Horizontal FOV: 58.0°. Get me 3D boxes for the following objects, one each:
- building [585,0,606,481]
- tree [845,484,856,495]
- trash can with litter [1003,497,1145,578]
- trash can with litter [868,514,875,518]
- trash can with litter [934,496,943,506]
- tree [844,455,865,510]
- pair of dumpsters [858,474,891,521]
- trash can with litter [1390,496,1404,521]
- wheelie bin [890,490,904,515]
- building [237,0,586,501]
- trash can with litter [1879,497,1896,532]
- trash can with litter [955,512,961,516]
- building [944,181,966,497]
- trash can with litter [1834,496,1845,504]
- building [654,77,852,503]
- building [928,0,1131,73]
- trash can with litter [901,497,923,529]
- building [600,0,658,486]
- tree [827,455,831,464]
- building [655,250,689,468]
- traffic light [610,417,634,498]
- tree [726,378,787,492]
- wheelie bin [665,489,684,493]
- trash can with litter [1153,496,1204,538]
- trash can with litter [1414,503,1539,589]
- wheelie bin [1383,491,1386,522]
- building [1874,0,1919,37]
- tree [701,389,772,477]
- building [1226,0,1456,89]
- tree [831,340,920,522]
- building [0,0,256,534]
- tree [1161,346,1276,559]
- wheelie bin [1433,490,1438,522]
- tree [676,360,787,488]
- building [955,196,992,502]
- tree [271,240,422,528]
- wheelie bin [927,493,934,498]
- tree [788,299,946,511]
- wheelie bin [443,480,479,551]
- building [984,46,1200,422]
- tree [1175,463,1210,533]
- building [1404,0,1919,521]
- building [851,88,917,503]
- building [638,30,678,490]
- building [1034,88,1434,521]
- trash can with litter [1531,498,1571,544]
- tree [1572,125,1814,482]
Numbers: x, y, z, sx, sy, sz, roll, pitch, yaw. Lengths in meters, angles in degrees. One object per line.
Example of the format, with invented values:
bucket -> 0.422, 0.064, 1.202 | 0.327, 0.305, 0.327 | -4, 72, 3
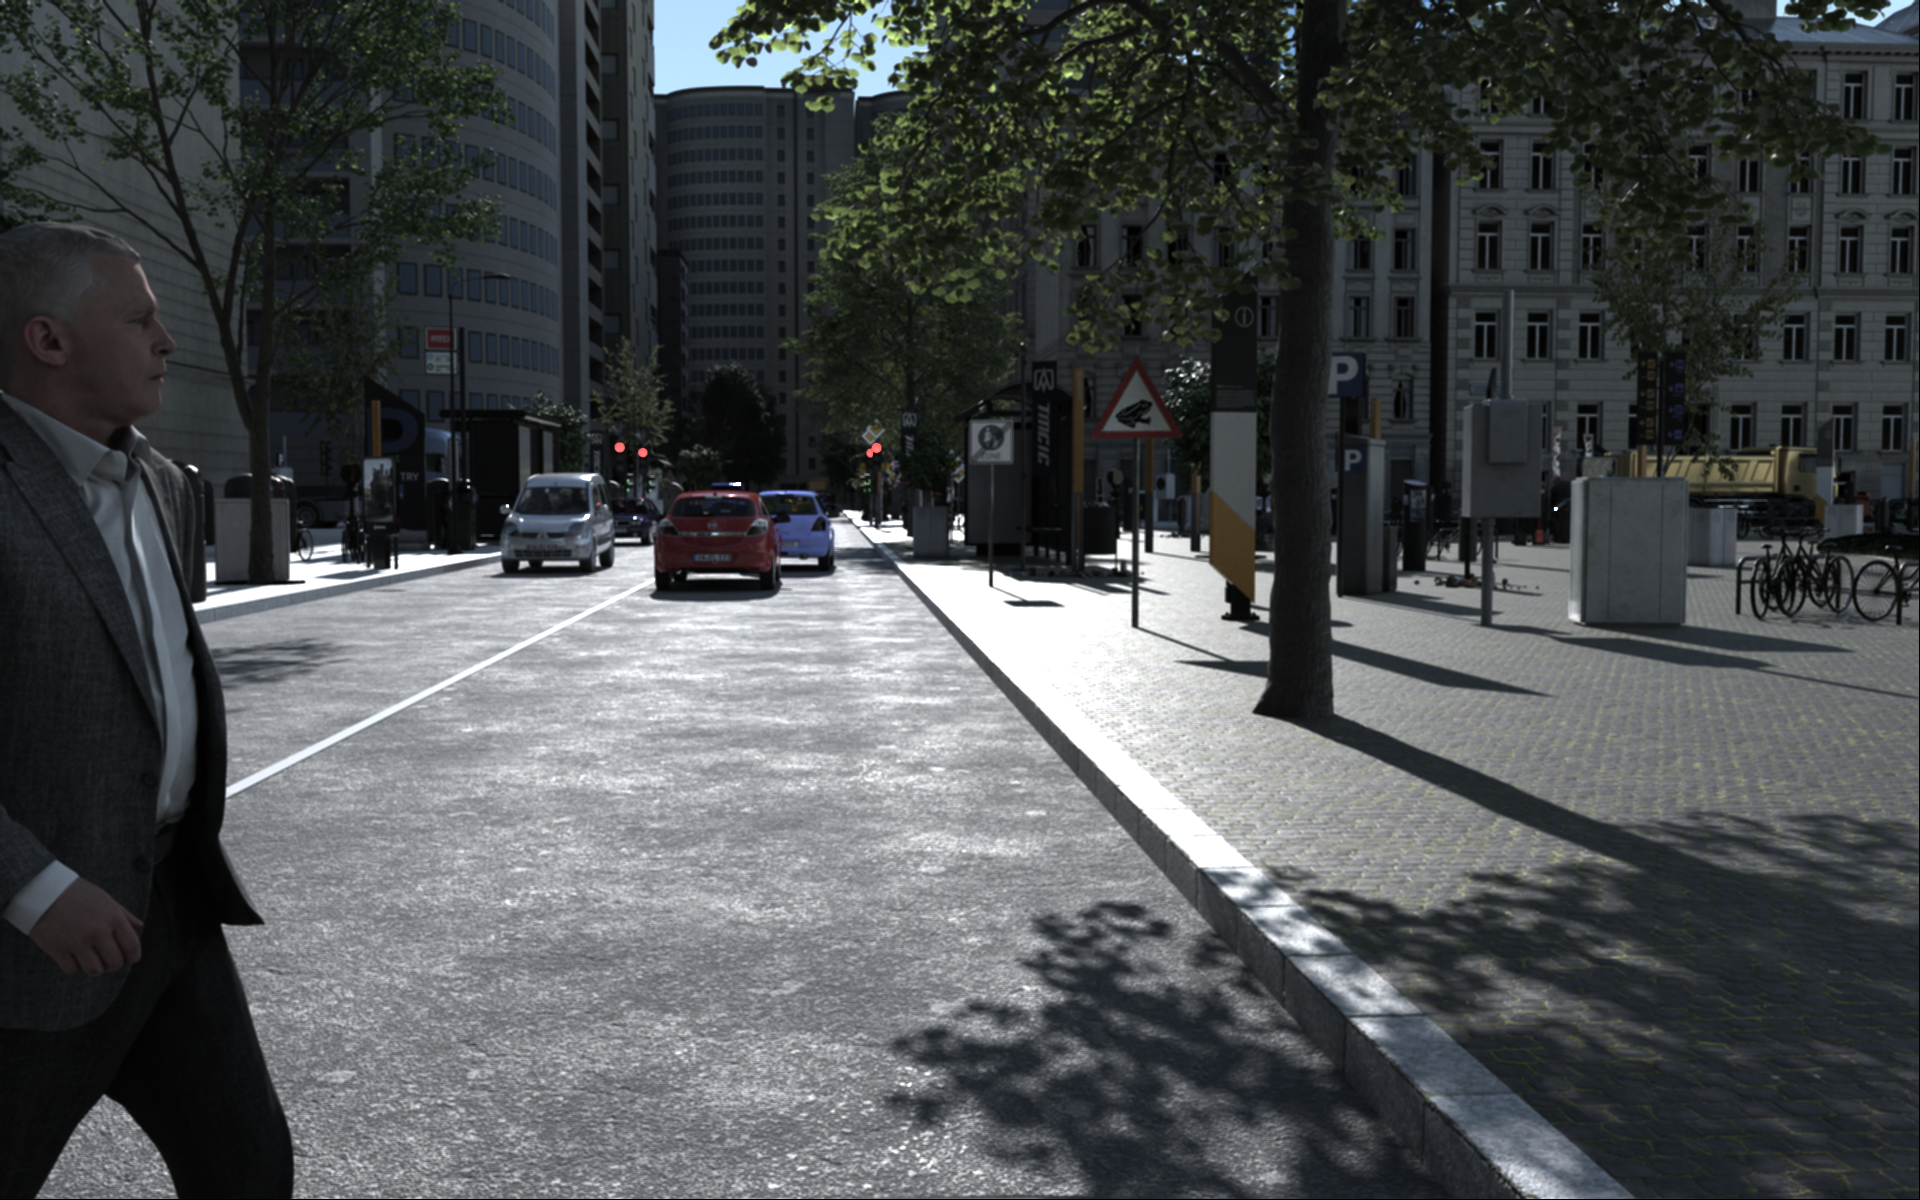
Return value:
building -> -39.056, -30.995, 130.478 | 21.300, 48.544, 21.600 | 0, 4, -4
tree -> -13.554, -13.416, 213.948 | 1.663, 3.219, 1.824 | 0, 3, 0
trash can with litter -> 1.803, -0.986, 27.173 | 2.233, 1.210, 1.678 | 0, 4, 3
trash can with litter -> -4.780, -5.022, 93.494 | 0.624, 1.170, 1.055 | -1, 4, -19
trash can with litter -> -0.978, -5.000, 93.137 | 0.624, 1.170, 1.055 | -1, 4, -23
tree -> -7.877, -9.621, 141.023 | 4.285, 4.588, 4.351 | 0, 3, 0
pair of dumpsters -> -4.185, -5.048, 85.034 | 1.574, 2.255, 4.437 | 0, 4, -4
trash can with litter -> 20.592, -4.233, 80.602 | 1.055, 1.170, 0.624 | 0, 4, 5
wheelie bin -> -3.817, -5.879, 104.036 | 0.980, 1.594, 0.693 | 3, 5, 42
building -> -32.496, -33.643, 92.067 | 21.231, 58.520, 28.212 | 0, 4, -4
trash can with litter -> 26.941, -2.395, 50.215 | 1.678, 1.210, 2.233 | 2, 4, 33
trash can with litter -> -1.003, -5.540, 101.635 | 2.233, 1.210, 1.678 | 0, 4, 2
building -> 5.440, -23.542, 156.615 | 14.160, 30.474, 14.107 | 0, 4, -4
trash can with litter -> 64.221, -6.925, 124.284 | 2.233, 1.210, 1.678 | -1, 4, -17
building -> -29.220, -43.143, 247.391 | 28.212, 58.520, 21.231 | 0, 4, -4
building -> 7.179, -38.874, 177.595 | 21.231, 58.520, 28.212 | 0, 4, -4
trash can with litter -> -1.614, -3.159, 63.044 | 1.055, 1.170, 0.624 | 0, 4, -1
building -> -42.217, -34.767, 157.682 | 28.713, 52.752, 27.495 | 0, 4, -4
tree -> -12.802, -15.052, 196.455 | 4.360, 8.622, 3.978 | 0, 3, 0
building -> -39.372, -26.518, 205.270 | 14.107, 30.474, 14.160 | 0, 4, -4
traffic light -> -12.396, -4.556, 63.417 | 0.839, 4.253, 0.868 | 0, 4, -4
tree -> -23.635, -17.428, 191.600 | 9.857, 13.997, 8.962 | 0, 3, 0
wheelie bin -> -15.000, -4.986, 89.427 | 0.980, 1.594, 0.693 | -3, 5, -43
trash can with litter -> 6.429, -2.477, 51.562 | 1.678, 1.210, 2.233 | 1, 4, 17
trash can with litter -> 7.295, -0.821, 24.480 | 1.678, 1.210, 2.233 | 1, 4, 17
wheelie bin -> 17.743, -4.042, 73.988 | 0.693, 1.594, 0.980 | -3, 5, -42
building -> 57.135, -18.609, 90.169 | 20.117, 28.700, 13.634 | 0, 4, -4
tree -> -22.005, -14.777, 167.357 | 9.928, 11.665, 9.643 | 0, 3, 0
building -> 45.580, -54.670, 206.518 | 31.000, 86.520, 22.319 | 0, 4, -4
tree -> -3.665, -7.929, 80.003 | 4.360, 8.622, 3.978 | 0, 3, 0
building -> -42.772, -16.330, 43.414 | 44.131, 29.872, 17.030 | 0, 4, -4
tree -> 5.550, -3.130, 34.897 | 4.285, 4.588, 4.351 | 0, 3, 0
wheelie bin -> 20.335, -4.120, 75.263 | 0.693, 1.594, 0.980 | -2, 4, -26
tree -> -19.609, -14.117, 147.821 | 9.611, 12.733, 9.660 | 0, 3, 0
building -> 6.196, -20.698, 135.670 | 12.463, 27.353, 25.104 | 0, 4, -4
tree -> -17.353, -6.022, 48.829 | 4.737, 8.622, 4.395 | 0, 3, 0
wheelie bin -> -2.164, -7.463, 129.925 | 0.693, 1.594, 0.980 | 1, 4, 20
tree -> -5.344, -11.891, 104.795 | 12.009, 13.543, 11.850 | 0, 3, 0
wheelie bin -> -11.326, -1.925, 39.378 | 0.693, 1.594, 0.980 | 0, 4, -4
building -> 9.187, -19.804, 111.185 | 14.401, 28.519, 23.554 | 0, 4, -4
tree -> 7.903, -3.859, 57.701 | 1.663, 3.219, 1.824 | 0, 3, 0
building -> 34.634, -17.777, 87.910 | 25.104, 27.353, 12.463 | 0, 4, -4
building -> -0.842, -43.231, 248.823 | 28.212, 58.520, 21.231 | 0, 4, -4
building -> -40.536, -45.460, 181.528 | 20.563, 71.187, 20.611 | 0, 4, -4
building -> 13.009, -14.449, 85.385 | 18.267, 20.994, 9.793 | 0, 4, -4
trash can with litter -> 15.378, -2.045, 44.819 | 1.055, 1.170, 0.624 | 0, 4, -5
tree -> 14.185, -5.137, 34.351 | 4.737, 8.622, 4.395 | 0, 3, 0
